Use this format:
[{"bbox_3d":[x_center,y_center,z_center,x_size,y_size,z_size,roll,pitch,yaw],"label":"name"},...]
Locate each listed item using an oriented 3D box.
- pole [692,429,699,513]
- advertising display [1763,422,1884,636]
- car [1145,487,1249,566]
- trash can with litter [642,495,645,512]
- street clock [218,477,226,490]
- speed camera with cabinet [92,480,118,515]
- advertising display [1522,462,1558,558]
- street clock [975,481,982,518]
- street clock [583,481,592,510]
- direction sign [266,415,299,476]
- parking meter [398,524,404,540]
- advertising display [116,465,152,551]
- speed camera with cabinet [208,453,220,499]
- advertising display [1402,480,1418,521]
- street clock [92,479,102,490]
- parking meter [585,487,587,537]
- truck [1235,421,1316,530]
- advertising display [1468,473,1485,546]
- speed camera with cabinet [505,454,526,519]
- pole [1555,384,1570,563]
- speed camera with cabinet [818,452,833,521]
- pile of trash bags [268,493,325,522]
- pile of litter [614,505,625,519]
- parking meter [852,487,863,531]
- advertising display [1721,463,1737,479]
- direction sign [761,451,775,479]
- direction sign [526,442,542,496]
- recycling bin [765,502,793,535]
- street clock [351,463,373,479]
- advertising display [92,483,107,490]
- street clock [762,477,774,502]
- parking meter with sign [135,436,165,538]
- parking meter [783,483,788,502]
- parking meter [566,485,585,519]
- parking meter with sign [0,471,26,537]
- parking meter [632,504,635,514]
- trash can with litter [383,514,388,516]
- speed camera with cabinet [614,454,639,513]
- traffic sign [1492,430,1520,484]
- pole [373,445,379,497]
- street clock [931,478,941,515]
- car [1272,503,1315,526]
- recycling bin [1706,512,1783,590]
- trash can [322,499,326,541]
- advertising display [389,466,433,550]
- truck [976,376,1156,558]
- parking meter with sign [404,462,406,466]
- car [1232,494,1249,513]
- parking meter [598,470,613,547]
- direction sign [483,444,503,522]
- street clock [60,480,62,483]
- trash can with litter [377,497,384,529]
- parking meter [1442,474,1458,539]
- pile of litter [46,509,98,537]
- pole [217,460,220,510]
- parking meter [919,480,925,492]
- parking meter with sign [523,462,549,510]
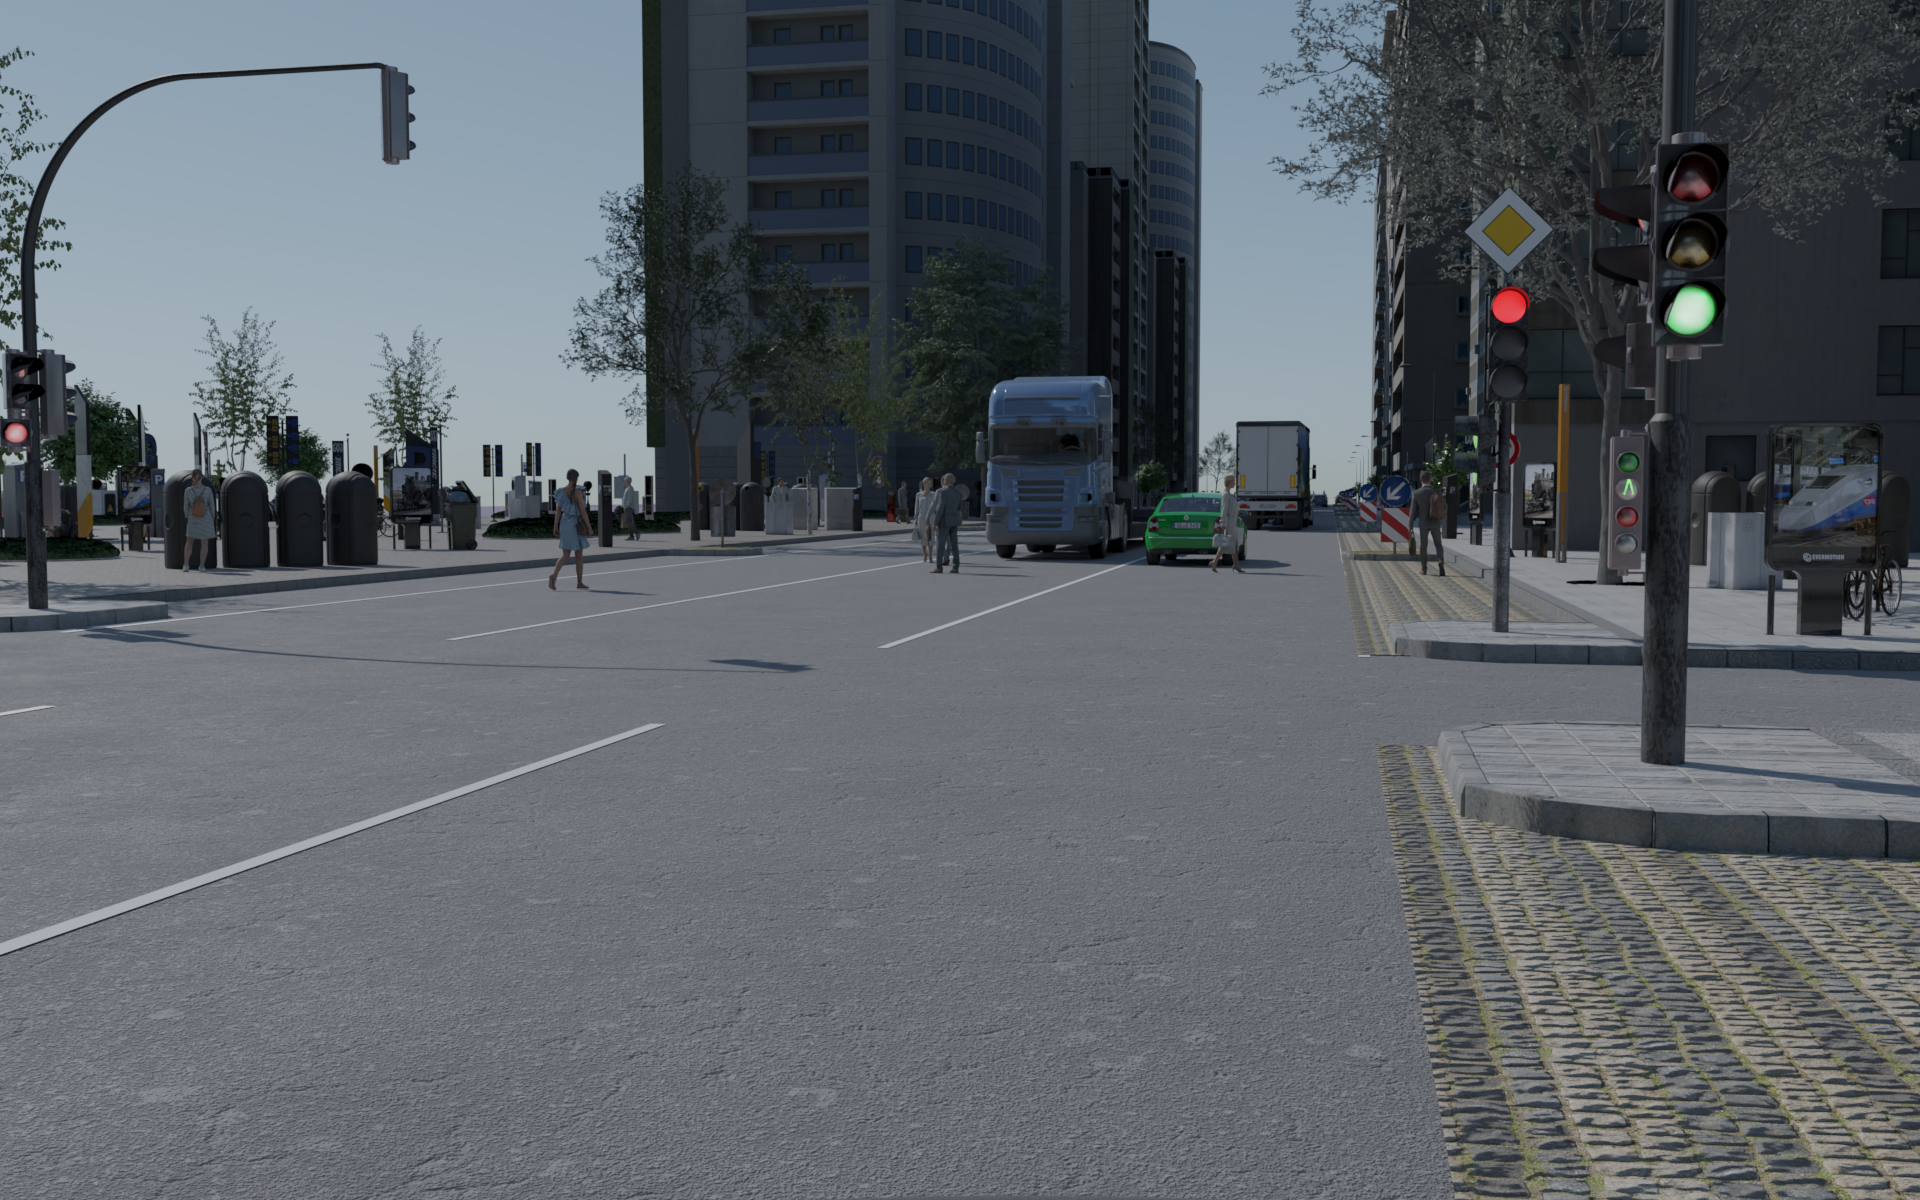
[{"bbox_3d":[-8.328,-3.713,54.543,0.158,3.312,0.155,0,3,0],"label":"pole"},{"bbox_3d":[7.813,-0.641,15.694,0.974,1.923,0.123,0,4,5],"label":"advertising display"},{"bbox_3d":[4.990,-1.677,36.209,1.959,1.807,4.718,1,4,14],"label":"car"},{"bbox_3d":[-17.009,-5.113,94.660,2.233,1.210,1.678,3,5,40],"label":"trash can with litter"},{"bbox_3d":[-31.189,-4.204,73.308,0.471,2.002,0.358,0,4,-2],"label":"street clock"},{"bbox_3d":[-36.564,-4.925,74.865,0.660,3.252,2.038,1,4,16],"label":"speed camera with cabinet"},{"bbox_3d":[11.710,-1.818,34.936,0.123,1.923,0.974,-1,4,-20],"label":"advertising display"},{"bbox_3d":[1.031,-5.465,93.921,0.358,2.002,0.471,3,5,42],"label":"street clock"},{"bbox_3d":[-20.525,-5.564,95.545,0.358,2.002,0.471,2,4,34],"label":"street clock"},{"bbox_3d":[-19.526,-3.547,49.996,0.876,3.537,0.379,-1,4,-12],"label":"direction sign"},{"bbox_3d":[-15.544,-2.448,48.441,0.372,1.533,0.369,0,3,0],"label":"parking meter"},{"bbox_3d":[-18.724,-2.085,39.303,0.123,1.923,0.974,1,4,14],"label":"advertising display"},{"bbox_3d":[-36.003,-5.359,81.963,0.660,3.252,2.038,2,4,34],"label":"speed camera with cabinet"},{"bbox_3d":[21.434,-4.730,82.552,0.123,1.923,0.974,-2,4,-24],"label":"advertising display"},{"bbox_3d":[-40.903,-4.742,82.093,0.471,2.002,0.358,-1,4,-20],"label":"street clock"},{"bbox_3d":[-10.608,-2.439,48.288,0.372,1.533,0.369,0,3,0],"label":"parking meter"},{"bbox_3d":[13.126,-5.067,71.757,2.839,4.237,11.283,1,4,14],"label":"truck"},{"bbox_3d":[12.954,-2.337,43.429,0.123,1.923,0.974,0,4,1],"label":"advertising display"},{"bbox_3d":[-22.189,-5.628,86.356,0.660,3.252,2.038,-2,4,-28],"label":"speed camera with cabinet"},{"bbox_3d":[11.211,-2.347,32.214,0.158,3.312,0.155,0,3,0],"label":"pole"},{"bbox_3d":[-6.280,-5.319,81.295,0.660,3.252,2.038,0,4,-1],"label":"speed camera with cabinet"},{"bbox_3d":[-31.178,-4.335,80.635,3.447,1.369,1.912,1,4,11],"label":"pile of trash bags"},{"bbox_3d":[-13.623,-3.314,68.152,1.176,0.858,1.719,3,5,44],"label":"pile of litter"},{"bbox_3d":[-3.533,-3.129,59.564,0.372,1.533,0.369,0,3,0],"label":"parking meter"},{"bbox_3d":[16.183,-1.913,36.499,0.123,1.923,0.974,2,4,35],"label":"advertising display"},{"bbox_3d":[-10.113,-6.045,90.829,0.876,3.537,0.379,1,4,11],"label":"direction sign"},{"bbox_3d":[-18.717,-5.144,76.101,0.379,3.537,0.876,2,4,32],"label":"direction sign"},{"bbox_3d":[-5.729,-2.591,54.915,0.722,1.027,0.722,1,4,13],"label":"recycling bin"},{"bbox_3d":[-13.932,-2.192,40.410,0.471,2.002,0.358,-1,4,-11],"label":"street clock"},{"bbox_3d":[-47.924,-5.582,96.480,0.123,1.923,0.974,1,4,22],"label":"advertising display"},{"bbox_3d":[-8.054,-4.170,72.752,0.471,2.002,0.358,2,4,35],"label":"street clock"},{"bbox_3d":[-23.943,-3.370,51.353,1.738,3.016,0.543,3,4,37],"label":"parking meter with sign"},{"bbox_3d":[-8.958,-5.074,88.669,0.255,1.863,0.399,1,4,9],"label":"parking meter"},{"bbox_3d":[-10.255,-2.296,45.956,0.372,1.533,0.369,0,3,0],"label":"parking meter"},{"bbox_3d":[-22.690,-2.778,41.676,1.738,3.016,0.543,2,4,35],"label":"parking meter with sign"},{"bbox_3d":[-14.864,-4.263,78.115,0.372,1.533,0.369,0,3,0],"label":"parking meter"},{"bbox_3d":[-31.853,-5.302,97.749,2.233,1.210,1.678,1,4,9],"label":"trash can with litter"},{"bbox_3d":[-16.512,-5.589,85.719,0.660,3.252,2.038,1,4,10],"label":"speed camera with cabinet"},{"bbox_3d":[10.665,-2.090,34.272,0.768,2.556,0.104,1,4,13],"label":"traffic sign"},{"bbox_3d":[-24.406,-4.806,72.422,0.158,3.312,0.155,0,3,0],"label":"pole"},{"bbox_3d":[-1.100,-4.393,76.391,0.471,2.002,0.358,3,4,38],"label":"street clock"},{"bbox_3d":[15.411,-4.152,80.241,2.083,1.381,4.827,1,4,11],"label":"car"},{"bbox_3d":[10.643,-0.668,23.478,0.722,1.027,0.722,0,4,-7],"label":"recycling bin"},{"bbox_3d":[-17.340,-2.188,47.424,0.748,1.137,0.748,0,3,0],"label":"trash can"},{"bbox_3d":[-12.750,-2.144,40.265,0.974,1.923,0.123,-3,4,-37],"label":"advertising display"},{"bbox_3d":[3.491,-3.406,45.444,2.967,4.110,18.799,1,4,12],"label":"truck"},{"bbox_3d":[-29.235,-5.949,93.534,1.738,3.016,0.543,2,4,35],"label":"parking meter with sign"},{"bbox_3d":[16.736,-5.707,105.106,2.131,1.459,4.920,1,4,11],"label":"car"},{"bbox_3d":[-8.561,-2.207,41.793,0.255,1.863,0.399,-2,4,-30],"label":"parking meter"},{"bbox_3d":[-21.337,-5.332,79.175,0.876,3.537,0.379,-1,4,-15],"label":"direction sign"},{"bbox_3d":[-42.063,-4.697,81.370,0.471,2.002,0.358,-3,5,-40],"label":"street clock"},{"bbox_3d":[-21.328,-3.156,62.985,0.624,1.170,1.055,-2,4,-31],"label":"trash can with litter"},{"bbox_3d":[13.995,-2.679,49.518,0.399,1.863,0.255,-1,4,-16],"label":"parking meter"},{"bbox_3d":[-26.606,-2.293,51.456,1.719,0.858,1.176,0,4,-5],"label":"pile of litter"},{"bbox_3d":[-43.718,-6.627,102.188,0.158,3.312,0.155,0,3,0],"label":"pole"},{"bbox_3d":[-1.525,-4.090,72.581,0.255,1.863,0.399,-2,4,-24],"label":"parking meter"},{"bbox_3d":[-23.274,-6.040,95.014,0.543,3.016,1.738,2,4,28],"label":"parking meter with sign"}]
